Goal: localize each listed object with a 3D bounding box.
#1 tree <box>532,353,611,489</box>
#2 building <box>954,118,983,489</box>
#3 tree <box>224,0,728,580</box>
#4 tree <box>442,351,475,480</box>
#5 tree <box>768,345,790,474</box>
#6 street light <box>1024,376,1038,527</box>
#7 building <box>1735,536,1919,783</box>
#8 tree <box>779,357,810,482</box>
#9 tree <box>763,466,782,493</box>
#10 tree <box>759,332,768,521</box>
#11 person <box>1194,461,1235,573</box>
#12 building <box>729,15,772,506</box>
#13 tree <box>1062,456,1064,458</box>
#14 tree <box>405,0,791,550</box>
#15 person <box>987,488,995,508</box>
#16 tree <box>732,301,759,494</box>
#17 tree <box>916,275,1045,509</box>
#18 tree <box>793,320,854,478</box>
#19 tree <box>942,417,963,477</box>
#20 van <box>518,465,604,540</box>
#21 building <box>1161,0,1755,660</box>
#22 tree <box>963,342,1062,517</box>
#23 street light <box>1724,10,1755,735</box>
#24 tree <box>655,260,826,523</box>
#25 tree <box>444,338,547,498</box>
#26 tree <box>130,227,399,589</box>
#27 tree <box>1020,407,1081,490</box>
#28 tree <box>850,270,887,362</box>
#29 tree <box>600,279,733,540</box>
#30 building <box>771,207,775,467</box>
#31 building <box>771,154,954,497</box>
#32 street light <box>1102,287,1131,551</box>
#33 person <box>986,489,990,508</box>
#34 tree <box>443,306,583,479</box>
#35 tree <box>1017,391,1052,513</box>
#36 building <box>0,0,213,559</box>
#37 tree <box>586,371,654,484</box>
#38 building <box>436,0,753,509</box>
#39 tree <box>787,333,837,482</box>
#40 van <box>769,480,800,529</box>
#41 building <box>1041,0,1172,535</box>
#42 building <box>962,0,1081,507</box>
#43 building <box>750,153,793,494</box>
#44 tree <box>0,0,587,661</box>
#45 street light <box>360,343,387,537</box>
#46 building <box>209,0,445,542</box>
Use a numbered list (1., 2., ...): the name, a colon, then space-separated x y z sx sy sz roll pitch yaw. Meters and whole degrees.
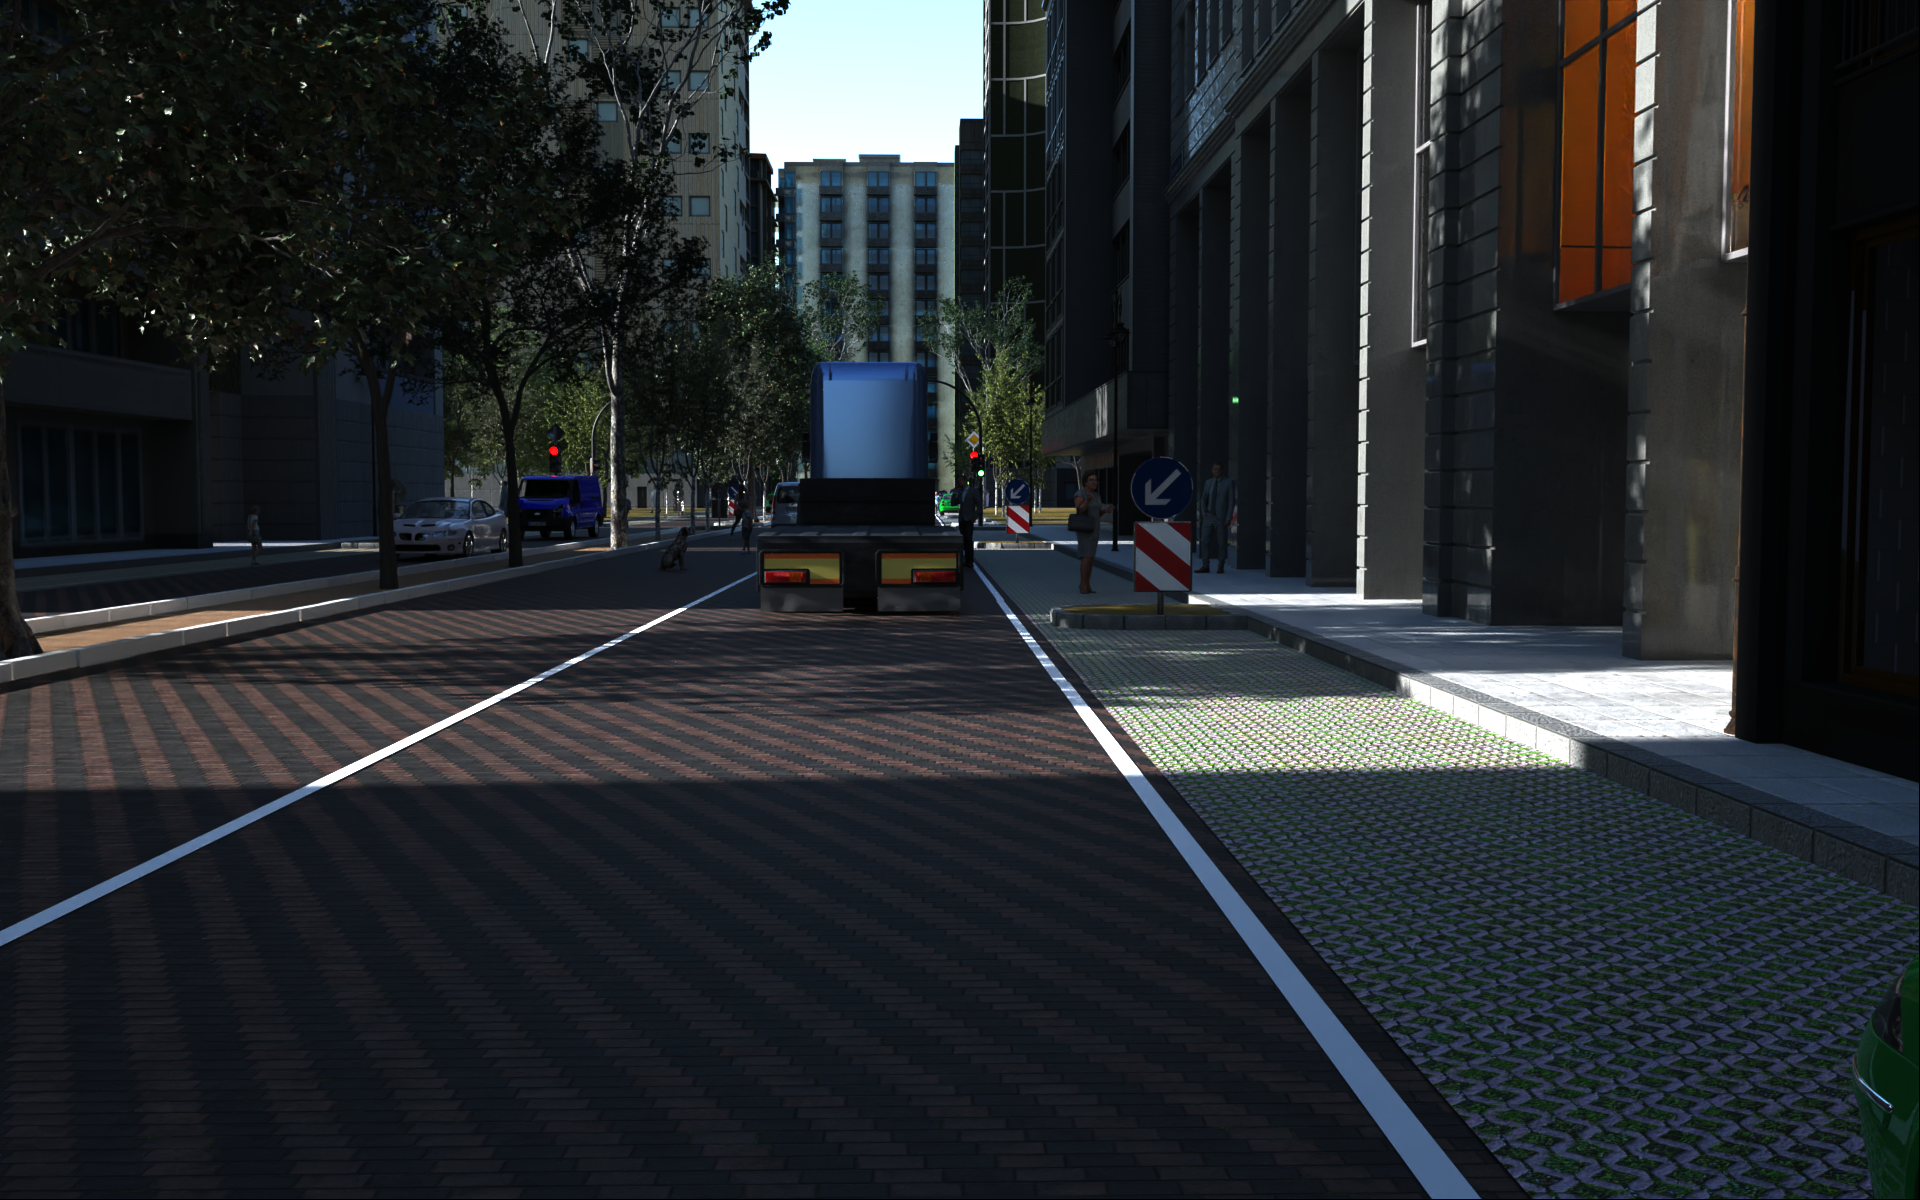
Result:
1. tree: -18.807 -8.374 87.273 4.737 8.622 4.395 0 3 0
2. building: 6.879 -31.089 191.896 14.154 41.232 14.086 0 4 -1
3. tree: -8.627 -5.924 33.735 8.767 10.594 7.601 0 4 -1
4. tree: -36.741 -12.838 116.563 9.857 13.997 8.962 0 3 0
5. tree: -9.664 -7.627 77.524 4.360 8.622 3.978 0 3 0
6. street light: 2.786 -5.825 68.023 0.468 5.910 1.993 0 4 -1
7. building: 10.417 -10.458 0.671 12.332 23.373 15.834 0 4 -1
8. tree: -10.025 -9.957 99.673 8.767 10.594 7.601 0 4 -1
9. tree: -22.242 -13.436 203.398 4.285 4.588 4.351 0 3 0
10. tree: -9.548 -6.882 65.347 4.360 8.622 3.978 0 3 0
11. person: 4.157 -1.342 28.087 0.635 1.810 0.391 2 4 28
12. building: -31.299 -45.884 188.459 20.563 71.187 20.611 0 4 -1
13. tree: 5.137 -9.903 112.278 4.737 8.622 4.395 0 3 0
14. tree: -10.011 -11.402 44.772 12.611 20.169 13.585 0 3 0
15. person: 2.619 -9.619 163.283 1.348 1.831 0.705 -1 4 -9
16. tree: -9.265 -6.552 59.941 4.360 8.622 3.978 0 3 0
17. tree: 3.527 -17.890 148.388 12.611 20.169 13.585 0 3 0
18. tree: -10.758 -12.732 120.987 12.009 13.543 11.850 0 3 0
19. tree: 2.281 -8.971 97.042 4.737 8.622 4.395 0 3 0
20. van: -12.984 -3.146 55.820 2.240 2.365 5.245 0 4 1
21. building: 10.371 -15.032 23.258 11.434 29.767 29.804 0 4 -1
22. tree: 2.507 -8.153 83.660 4.737 8.622 4.395 0 3 0
23. street light: 4.191 -2.221 9.104 0.468 5.910 1.993 0 4 -1
24. tree: -10.217 -10.092 84.461 9.611 12.733 9.660 0 3 0
25. tree: -21.312 -7.958 80.481 4.360 8.622 3.978 0 3 0
26. tree: -8.562 -5.454 26.048 8.767 10.594 7.601 0 4 -1
27. tree: 8.881 -11.896 128.910 8.767 10.594 7.601 -2 4 -31
28. tree: -12.408 -16.888 134.463 12.611 20.169 13.585 0 3 0
29. tree: -9.393 -6.171 53.710 4.360 8.622 3.978 0 3 0
30. building: -37.420 -37.978 244.635 21.600 48.544 21.300 0 4 -1
31. building: -11.425 -38.358 246.768 30.456 49.044 23.786 0 4 -1
32. street light: 3.488 -4.035 38.766 0.468 5.910 1.993 0 4 -1
33. person: 2.481 -9.366 159.852 0.551 1.740 0.621 0 4 -1
34. tree: -27.593 -11.430 105.007 7.486 12.596 7.792 0 3 0
35. tree: 5.507 -10.389 120.226 4.360 8.622 3.978 0 3 0
36. building: -28.225 -24.797 29.131 21.300 48.544 21.600 0 4 -1
37. tree: -28.880 -13.957 146.326 7.486 12.596 7.792 0 3 0
38. building: -34.745 -35.167 164.221 28.713 52.752 27.495 0 4 -1
39. tree: -10.698 -11.087 109.478 9.928 11.665 9.643 0 3 0
40. van: -5.741 -3.294 60.872 2.013 2.044 4.112 0 4 -3
41. building: 10.650 -14.356 53.781 14.314 24.678 30.058 0 4 -1
42. building: 10.678 -44.985 173.751 20.563 71.187 20.611 0 4 -1
43. building: -36.107 -34.284 215.170 28.867 44.769 22.147 0 4 -1
44. tree: -8.441 -5.828 14.756 9.611 12.733 9.660 0 3 0
45. street light: -17.676 -4.855 52.164 0.468 5.910 1.993 0 4 -1
46. building: -31.999 -31.337 54.362 28.212 58.520 21.231 0 4 -1
